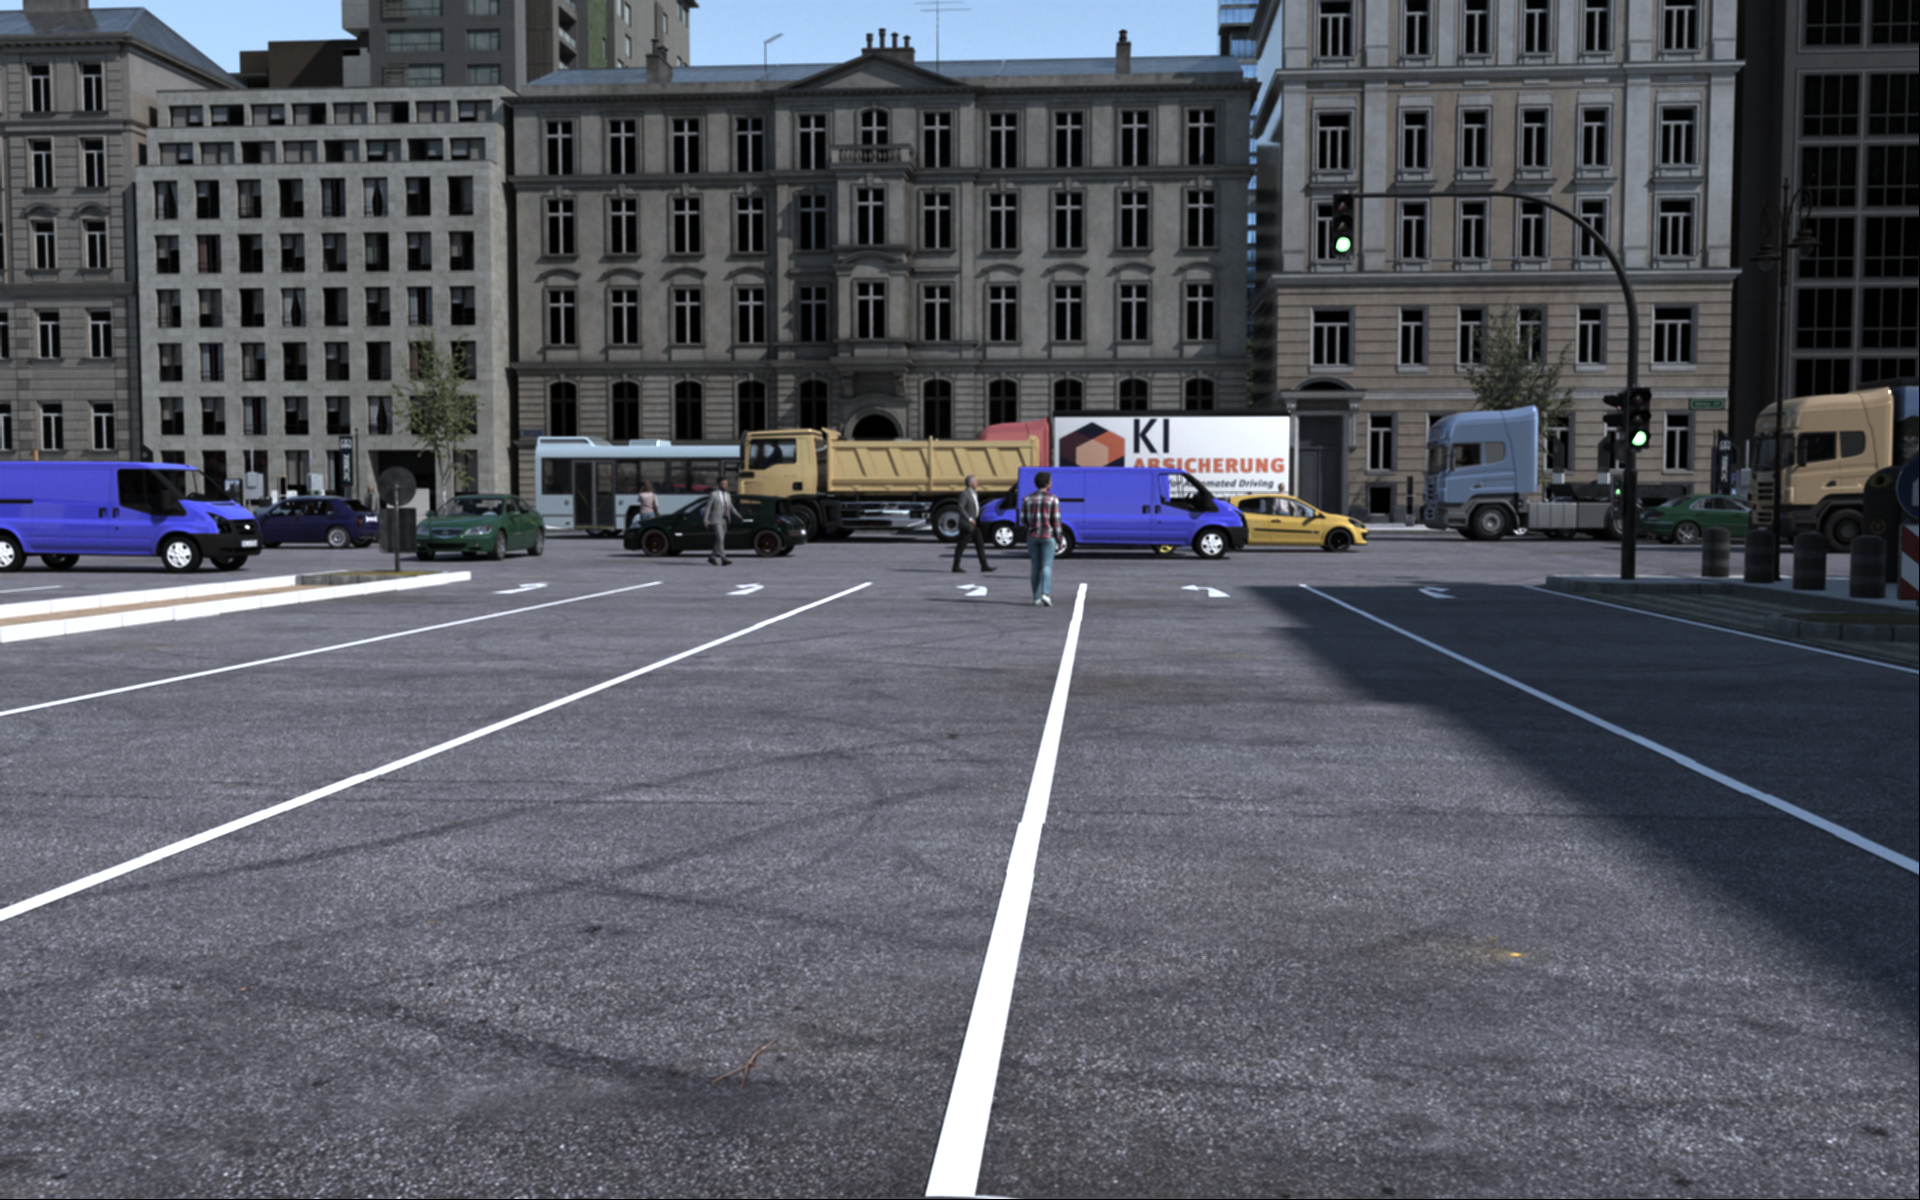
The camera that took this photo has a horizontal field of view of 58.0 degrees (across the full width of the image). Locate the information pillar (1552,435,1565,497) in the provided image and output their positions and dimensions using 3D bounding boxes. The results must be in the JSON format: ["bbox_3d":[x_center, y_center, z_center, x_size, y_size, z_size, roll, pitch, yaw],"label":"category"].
[{"bbox_3d":[23.601,-4.711,68.383,0.183,3.616,0.504,-3,4,-36],"label":"information pillar"}]

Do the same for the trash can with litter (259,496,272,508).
[{"bbox_3d":[-26.694,-3.442,67.331,2.233,1.210,1.678,1,4,11],"label":"trash can with litter"}]

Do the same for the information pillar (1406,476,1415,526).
[{"bbox_3d":[18.110,-3.984,69.629,0.304,2.012,0.304,2,4,24],"label":"information pillar"}]

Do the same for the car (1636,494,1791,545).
[{"bbox_3d":[21.974,-2.322,49.767,4.920,1.459,2.131,0,4,3],"label":"car"}]

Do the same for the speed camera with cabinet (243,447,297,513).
[{"bbox_3d":[-29.189,-4.832,73.337,2.038,3.252,0.660,0,4,-8],"label":"speed camera with cabinet"}]

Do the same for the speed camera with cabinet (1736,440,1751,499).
[{"bbox_3d":[29.454,-4.212,63.194,2.038,3.252,0.660,2,4,30],"label":"speed camera with cabinet"}]

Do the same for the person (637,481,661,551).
[{"bbox_3d":[-7.828,-2.122,43.777,0.593,1.750,0.643,-1,4,-16],"label":"person"}]

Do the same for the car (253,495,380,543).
[{"bbox_3d":[-18.639,-2.408,51.370,4.499,1.417,2.014,0,4,4],"label":"car"}]

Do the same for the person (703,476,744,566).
[{"bbox_3d":[-4.811,-1.591,34.791,0.850,1.792,0.678,3,5,40],"label":"person"}]

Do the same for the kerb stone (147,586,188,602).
[{"bbox_3d":[-10.770,-0.069,23.371,0.120,0.150,1.000,0,4,5],"label":"kerb stone"}]

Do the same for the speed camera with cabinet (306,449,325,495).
[{"bbox_3d":[-28.246,-5.021,76.424,0.660,3.252,2.038,-3,4,-37],"label":"speed camera with cabinet"}]

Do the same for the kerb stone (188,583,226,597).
[{"bbox_3d":[-10.685,-0.135,24.403,0.120,0.150,1.000,0,4,5],"label":"kerb stone"}]

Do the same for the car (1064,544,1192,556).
[{"bbox_3d":[3.734,-1.935,41.228,3.694,1.707,1.945,0,4,4],"label":"car"}]

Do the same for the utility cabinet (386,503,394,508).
[{"bbox_3d":[-22.519,-3.745,69.903,1.173,1.500,0.318,-2,4,-26],"label":"utility cabinet"}]

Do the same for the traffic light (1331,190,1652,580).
[{"bbox_3d":[7.941,-3.141,26.021,4.771,5.953,1.251,0,4,5],"label":"traffic light"}]

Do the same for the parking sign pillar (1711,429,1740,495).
[{"bbox_3d":[31.628,-5.085,71.609,1.447,3.967,1.447,-1,4,-11],"label":"parking sign pillar"}]

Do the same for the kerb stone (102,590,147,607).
[{"bbox_3d":[-10.852,-0.009,22.346,0.120,0.150,1.000,0,4,5],"label":"kerb stone"}]

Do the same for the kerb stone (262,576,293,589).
[{"bbox_3d":[-10.513,-0.260,26.453,0.120,0.150,1.000,0,4,5],"label":"kerb stone"}]

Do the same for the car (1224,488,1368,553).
[{"bbox_3d":[8.162,-2.023,43.294,3.980,1.641,2.015,0,4,4],"label":"car"}]

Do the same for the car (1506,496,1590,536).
[{"bbox_3d":[20.571,-2.899,59.400,4.499,1.417,2.014,0,4,6],"label":"car"}]

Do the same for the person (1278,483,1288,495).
[{"bbox_3d":[9.147,-2.400,48.413,0.731,1.740,0.598,-1,4,-16],"label":"person"}]

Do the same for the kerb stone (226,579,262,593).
[{"bbox_3d":[-10.594,-0.194,25.429,0.120,0.150,1.000,0,4,5],"label":"kerb stone"}]

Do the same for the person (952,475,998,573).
[{"bbox_3d":[0.252,-1.387,31.579,0.834,1.777,0.661,1,4,19],"label":"person"}]

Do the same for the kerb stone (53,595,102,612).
[{"bbox_3d":[-10.937,0.053,21.322,0.120,0.150,1.000,0,4,5],"label":"kerb stone"}]

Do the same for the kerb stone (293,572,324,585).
[{"bbox_3d":[-10.426,-0.324,27.488,0.120,0.150,1.000,0,4,5],"label":"kerb stone"}]

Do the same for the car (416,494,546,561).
[{"bbox_3d":[-10.717,-1.656,38.869,2.131,1.459,4.920,0,4,3],"label":"car"}]

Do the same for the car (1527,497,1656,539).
[{"bbox_3d":[20.890,-2.707,56.051,4.920,1.459,2.131,0,4,5],"label":"car"}]

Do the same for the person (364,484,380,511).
[{"bbox_3d":[-21.544,-3.362,63.657,0.709,1.800,0.728,0,4,3],"label":"person"}]

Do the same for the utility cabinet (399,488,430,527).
[{"bbox_3d":[-21.075,-3.554,66.779,1.173,1.500,0.318,0,4,-4],"label":"utility cabinet"}]

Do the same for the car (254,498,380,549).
[{"bbox_3d":[-17.445,-2.041,45.947,3.894,1.354,1.945,0,4,3],"label":"car"}]

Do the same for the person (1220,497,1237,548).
[{"bbox_3d":[7.056,-2.032,45.626,0.435,1.345,0.340,-2,4,-33],"label":"person"}]

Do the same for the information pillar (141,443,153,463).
[{"bbox_3d":[-37.010,-5.355,78.905,0.504,3.616,0.183,-1,4,-13],"label":"information pillar"}]

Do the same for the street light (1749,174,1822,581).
[{"bbox_3d":[12.063,-3.221,25.458,0.468,5.910,1.993,0,4,5],"label":"street light"}]

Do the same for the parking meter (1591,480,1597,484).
[{"bbox_3d":[24.732,-3.771,67.363,0.399,1.863,0.255,-1,4,-8],"label":"parking meter"}]

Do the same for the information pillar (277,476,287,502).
[{"bbox_3d":[-27.950,-4.095,71.450,0.304,2.012,0.304,-2,4,-35],"label":"information pillar"}]

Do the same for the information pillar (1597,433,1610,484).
[{"bbox_3d":[24.815,-4.613,66.770,0.183,3.616,0.504,-2,4,-35],"label":"information pillar"}]

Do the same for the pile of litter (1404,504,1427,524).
[{"bbox_3d":[19.662,-3.683,74.188,1.719,0.858,1.176,-2,4,-28],"label":"pile of litter"}]

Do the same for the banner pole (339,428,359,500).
[{"bbox_3d":[-23.103,-4.630,65.723,0.863,3.779,0.401,-1,4,-19],"label":"banner pole"}]

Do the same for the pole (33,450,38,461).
[{"bbox_3d":[-42.897,-5.297,80.449,0.158,3.312,0.155,0,3,0],"label":"pole"}]

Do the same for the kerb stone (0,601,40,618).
[{"bbox_3d":[-11.017,0.118,20.293,0.120,0.150,1.000,0,4,5],"label":"kerb stone"}]

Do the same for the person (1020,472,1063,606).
[{"bbox_3d":[1.041,-0.795,22.335,0.563,1.720,0.643,2,4,26],"label":"person"}]

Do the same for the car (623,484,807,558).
[{"bbox_3d":[-5.632,-1.844,39.937,4.222,1.686,2.009,0,4,6],"label":"car"}]

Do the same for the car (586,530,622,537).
[{"bbox_3d":[-10.541,-3.087,59.137,5.304,1.827,2.281,0,4,6],"label":"car"}]

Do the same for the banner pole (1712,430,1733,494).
[{"bbox_3d":[29.577,-4.733,67.396,0.863,3.779,0.401,1,4,10],"label":"banner pole"}]
